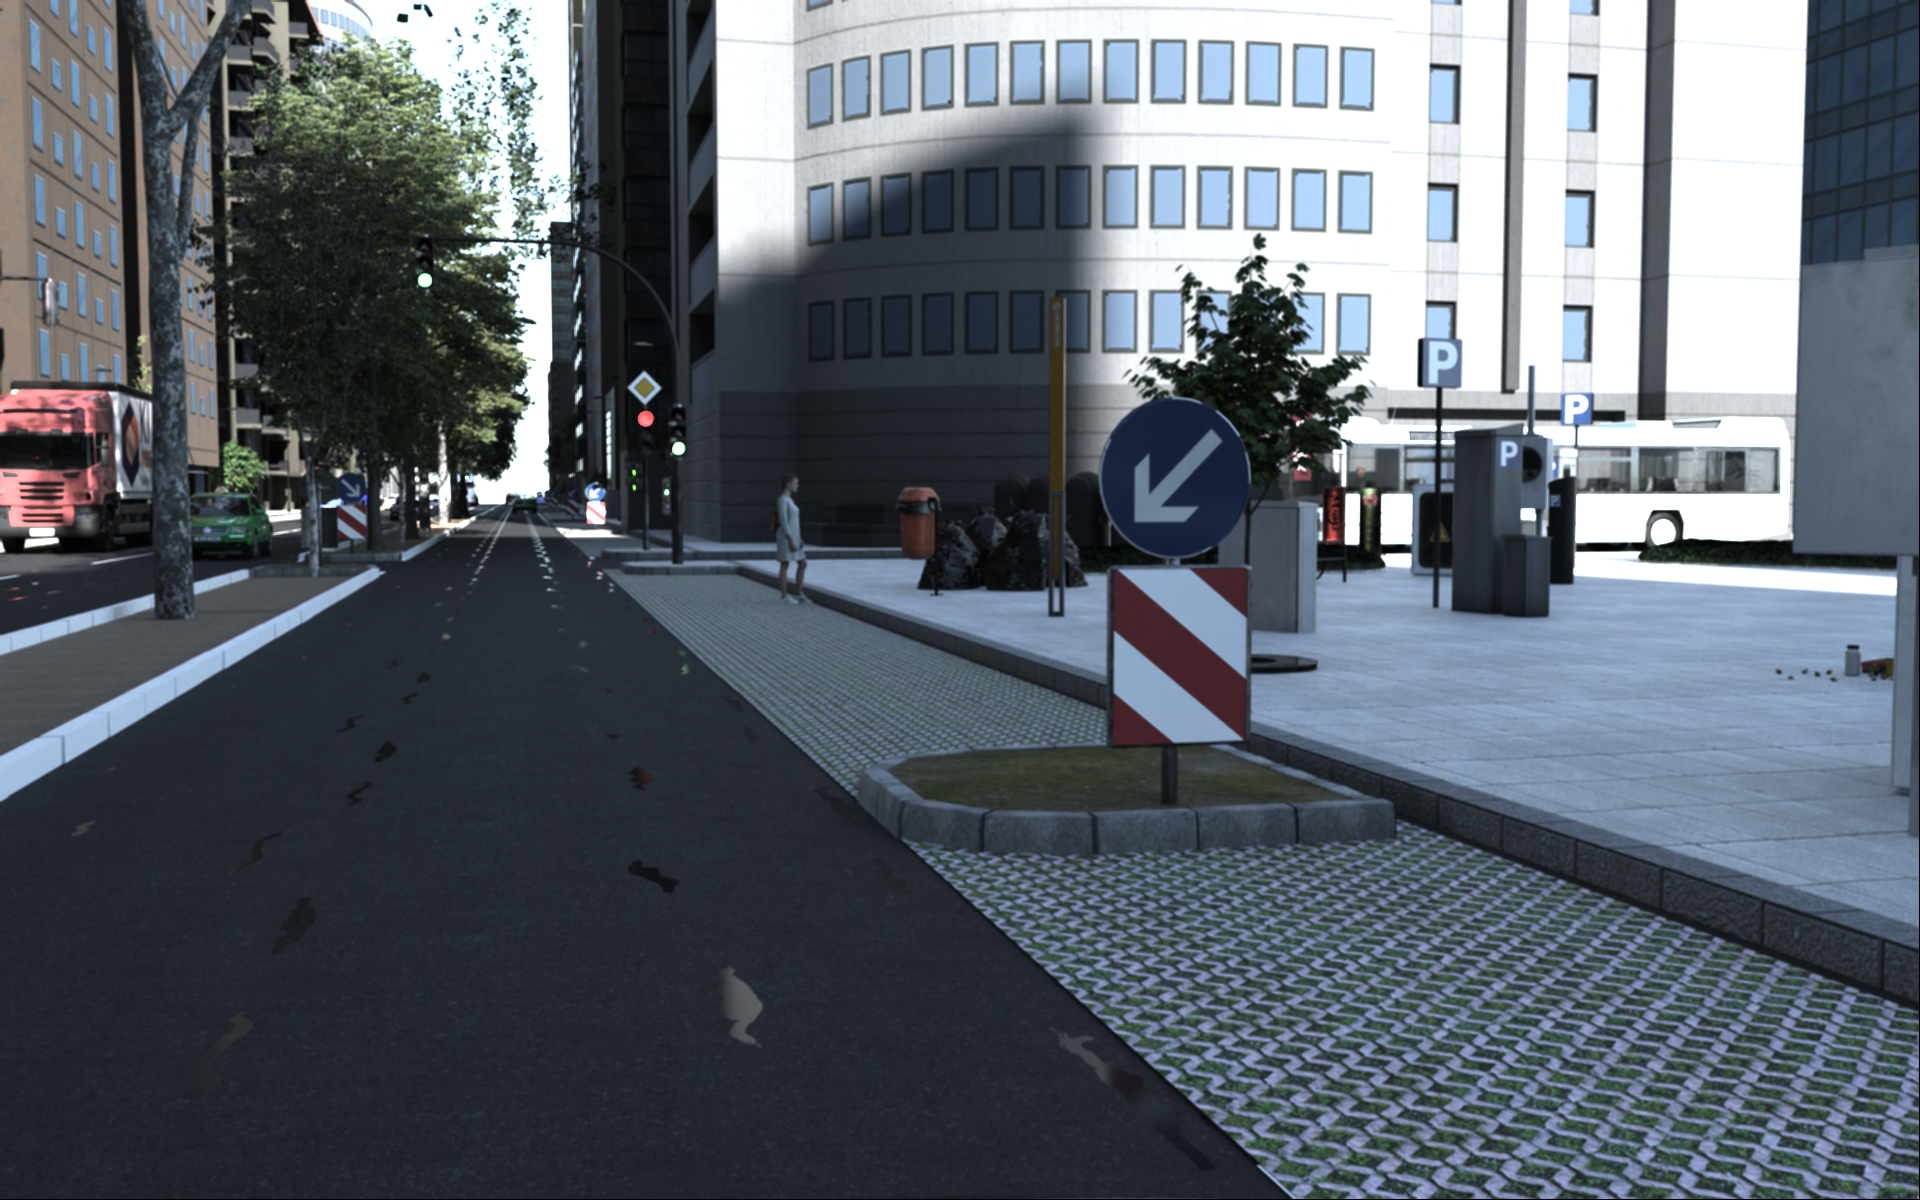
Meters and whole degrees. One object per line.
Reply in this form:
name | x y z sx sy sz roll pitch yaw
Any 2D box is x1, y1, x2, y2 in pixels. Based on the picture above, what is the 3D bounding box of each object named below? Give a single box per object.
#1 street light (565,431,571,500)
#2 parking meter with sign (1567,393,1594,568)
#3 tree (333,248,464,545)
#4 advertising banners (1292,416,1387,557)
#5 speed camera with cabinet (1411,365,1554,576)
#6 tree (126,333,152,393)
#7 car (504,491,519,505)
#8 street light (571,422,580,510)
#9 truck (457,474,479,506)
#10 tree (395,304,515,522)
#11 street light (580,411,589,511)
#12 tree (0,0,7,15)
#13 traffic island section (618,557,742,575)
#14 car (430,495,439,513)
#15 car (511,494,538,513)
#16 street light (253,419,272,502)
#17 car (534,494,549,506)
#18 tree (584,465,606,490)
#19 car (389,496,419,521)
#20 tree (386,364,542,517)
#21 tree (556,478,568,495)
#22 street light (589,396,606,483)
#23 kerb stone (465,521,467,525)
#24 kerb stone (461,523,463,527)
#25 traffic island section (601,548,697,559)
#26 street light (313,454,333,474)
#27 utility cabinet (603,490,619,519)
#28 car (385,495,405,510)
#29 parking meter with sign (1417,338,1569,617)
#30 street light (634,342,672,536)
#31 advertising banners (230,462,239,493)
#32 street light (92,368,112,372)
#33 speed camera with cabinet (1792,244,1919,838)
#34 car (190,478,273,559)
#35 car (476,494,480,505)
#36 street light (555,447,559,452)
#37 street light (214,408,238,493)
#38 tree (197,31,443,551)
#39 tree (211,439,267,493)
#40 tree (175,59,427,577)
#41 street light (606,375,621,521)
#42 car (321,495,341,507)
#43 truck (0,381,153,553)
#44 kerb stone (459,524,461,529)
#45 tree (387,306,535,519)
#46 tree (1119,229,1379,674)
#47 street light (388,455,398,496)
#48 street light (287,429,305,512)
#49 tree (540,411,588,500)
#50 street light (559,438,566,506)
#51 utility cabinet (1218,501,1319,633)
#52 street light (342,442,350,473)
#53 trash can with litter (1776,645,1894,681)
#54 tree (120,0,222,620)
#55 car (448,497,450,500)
street light | -28.182 -9.508 128.001 1.470 5.913 1.316 -1 4 -14
parking meter with sign | 10.119 -2.030 29.450 0.543 3.016 1.738 3 5 43
tree | -15.715 -5.847 48.411 4.737 8.622 4.395 0 3 0
advertising banners | 7.510 -2.349 34.593 2.074 3.025 0.090 2 4 34
speed camera with cabinet | 8.103 -1.991 26.892 2.038 3.252 0.660 2 4 29
tree | -35.796 -7.584 74.353 4.737 8.622 4.395 0 3 0
car | -59.503 -13.568 230.507 2.281 1.827 5.304 -1 4 -14
street light | -24.108 -8.516 111.781 1.470 5.913 1.316 -1 4 -14
truck | -60.941 -13.703 213.803 2.967 4.110 18.799 -1 4 -14
tree | -26.097 -9.732 87.332 9.928 11.665 9.643 0 3 0
street light | -20.352 -7.612 96.994 1.470 5.913 1.316 -1 4 -14
tree | -5.400 -5.668 5.505 12.009 13.543 11.850 0 3 0
traffic island section | -5.176 -0.585 31.846 2.009 0.180 2.903 -1 4 -14
car | -40.724 -7.371 133.102 1.945 1.354 3.894 -1 4 -14
car | -32.822 -7.446 130.545 1.959 1.807 4.718 -1 4 -15
street light | -43.662 -8.355 109.141 1.470 5.913 1.316 -1 4 -14
car | -51.288 -12.413 212.545 1.945 1.707 3.694 -1 4 -14
tree | -24.083 -7.360 114.939 1.663 3.219 1.824 0 3 0
car | -30.119 -5.014 94.558 1.945 1.354 3.894 -1 4 -13
tree | -30.658 -11.443 106.561 9.611 12.733 9.660 0 3 0
tree | -46.434 -12.734 202.805 1.663 3.219 1.824 0 3 0
street light | -16.748 -6.725 82.492 1.470 5.913 1.316 -1 4 -14
kerb stone | -21.776 -3.272 75.762 0.120 0.150 1.000 -1 4 -14
kerb stone | -20.508 -2.972 70.794 0.120 0.150 1.000 -1 4 -14
traffic island section | -7.147 -1.058 39.585 2.009 0.180 2.903 -1 4 -14
street light | -50.988 -10.127 138.115 1.470 5.913 1.316 -1 4 -14
utility cabinet | -18.008 -4.952 89.643 0.318 1.500 1.173 1 4 22
car | -51.827 -8.995 159.429 2.083 1.381 4.827 -1 4 -13
parking meter with sign | 5.698 -1.375 18.738 0.543 3.016 1.738 -1 4 -22
street light | -9.288 -4.940 53.315 1.470 5.913 1.316 -1 4 -14
advertising banners | -40.559 -6.159 96.895 0.090 3.025 2.074 -1 4 -12
street light | -32.022 -5.594 63.995 1.470 5.913 1.316 -1 4 -14
speed camera with cabinet | 4.117 -0.780 7.084 2.038 3.252 0.660 -3 5 -42
car | -16.736 -1.865 39.282 1.959 1.807 4.718 -1 4 -15
car | -65.215 -13.600 231.407 2.155 1.783 4.494 -1 4 -16
street light | -35.763 -11.316 157.557 1.470 5.913 1.316 -1 4 -14
street light | -39.475 -7.371 93.057 1.470 5.913 1.316 -1 4 -14
tree | -14.313 -7.441 42.249 7.486 12.596 7.792 0 3 0
tree | -43.929 -7.381 104.388 4.285 4.588 4.351 0 3 0
tree | -10.993 -4.672 29.208 4.360 8.622 3.978 0 3 0
street light | -12.943 -5.826 67.804 1.470 5.913 1.316 -1 4 -14
car | -46.555 -7.229 127.786 1.945 1.707 3.694 -1 4 -15
truck | -22.879 -3.457 45.442 2.839 4.237 11.283 -1 4 -15
kerb stone | -19.998 -2.845 68.807 0.120 0.150 1.000 -1 4 -14
tree | -28.362 -11.490 96.977 9.857 13.997 8.962 0 3 0
tree | 2.250 -1.107 12.708 1.663 3.219 1.824 0 3 0
street light | -71.666 -15.092 219.290 1.470 5.913 1.316 -1 4 -14
street light | -47.379 -9.240 123.614 1.470 5.913 1.316 -1 4 -14
tree | -43.617 -15.873 193.930 7.601 10.594 8.767 2 4 29
street light | -31.987 -10.392 142.452 1.470 5.913 1.316 -1 4 -14
utility cabinet | 2.906 -0.320 16.396 0.306 1.237 1.020 -3 4 -38
street light | -54.721 -11.016 152.657 1.470 5.913 1.316 -1 4 -14
trash can with litter | 6.854 -0.034 11.620 1.678 1.210 2.233 -2 4 -27
tree | -7.596 -9.806 18.682 12.611 20.169 13.585 0 3 0
car | -70.973 -13.757 237.287 2.083 1.381 4.827 -1 4 -15
